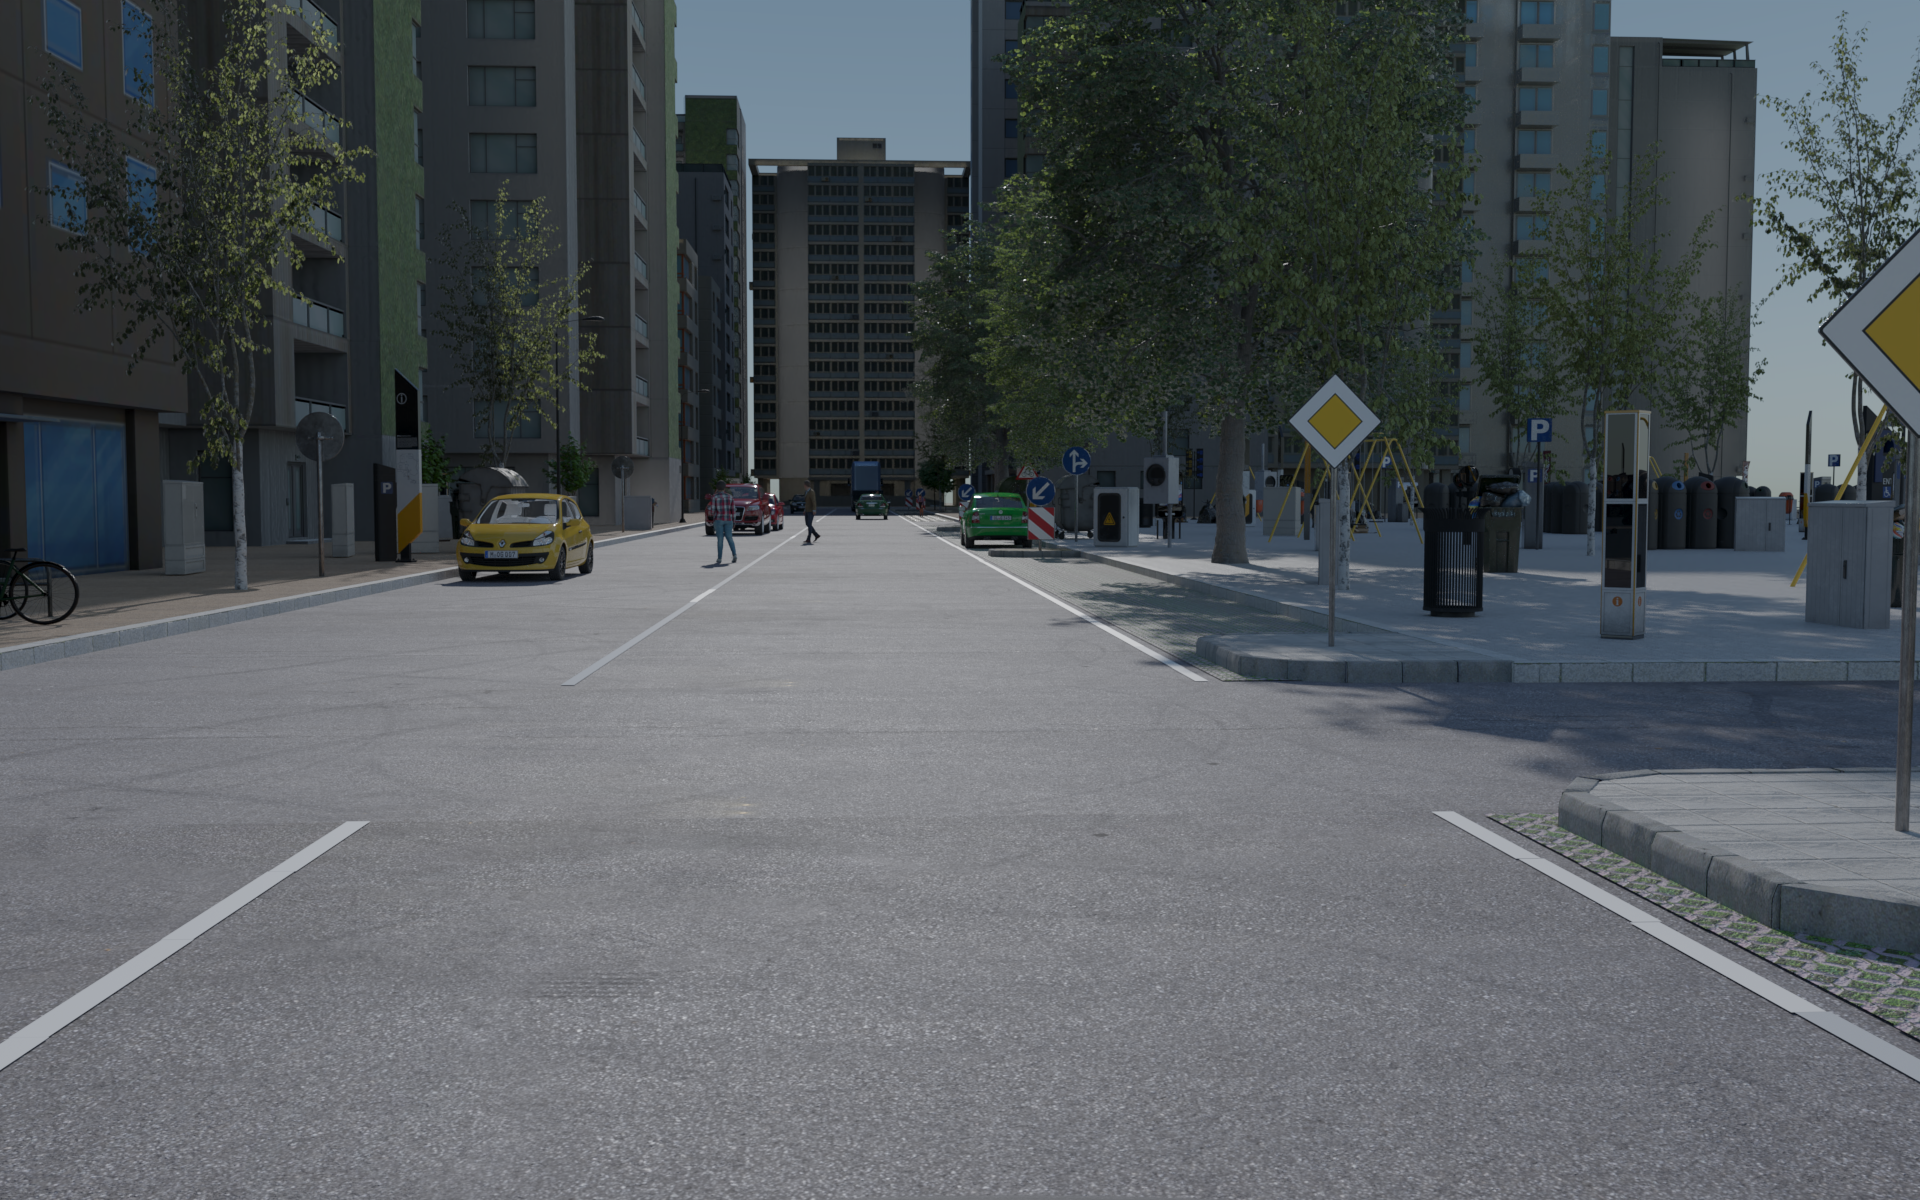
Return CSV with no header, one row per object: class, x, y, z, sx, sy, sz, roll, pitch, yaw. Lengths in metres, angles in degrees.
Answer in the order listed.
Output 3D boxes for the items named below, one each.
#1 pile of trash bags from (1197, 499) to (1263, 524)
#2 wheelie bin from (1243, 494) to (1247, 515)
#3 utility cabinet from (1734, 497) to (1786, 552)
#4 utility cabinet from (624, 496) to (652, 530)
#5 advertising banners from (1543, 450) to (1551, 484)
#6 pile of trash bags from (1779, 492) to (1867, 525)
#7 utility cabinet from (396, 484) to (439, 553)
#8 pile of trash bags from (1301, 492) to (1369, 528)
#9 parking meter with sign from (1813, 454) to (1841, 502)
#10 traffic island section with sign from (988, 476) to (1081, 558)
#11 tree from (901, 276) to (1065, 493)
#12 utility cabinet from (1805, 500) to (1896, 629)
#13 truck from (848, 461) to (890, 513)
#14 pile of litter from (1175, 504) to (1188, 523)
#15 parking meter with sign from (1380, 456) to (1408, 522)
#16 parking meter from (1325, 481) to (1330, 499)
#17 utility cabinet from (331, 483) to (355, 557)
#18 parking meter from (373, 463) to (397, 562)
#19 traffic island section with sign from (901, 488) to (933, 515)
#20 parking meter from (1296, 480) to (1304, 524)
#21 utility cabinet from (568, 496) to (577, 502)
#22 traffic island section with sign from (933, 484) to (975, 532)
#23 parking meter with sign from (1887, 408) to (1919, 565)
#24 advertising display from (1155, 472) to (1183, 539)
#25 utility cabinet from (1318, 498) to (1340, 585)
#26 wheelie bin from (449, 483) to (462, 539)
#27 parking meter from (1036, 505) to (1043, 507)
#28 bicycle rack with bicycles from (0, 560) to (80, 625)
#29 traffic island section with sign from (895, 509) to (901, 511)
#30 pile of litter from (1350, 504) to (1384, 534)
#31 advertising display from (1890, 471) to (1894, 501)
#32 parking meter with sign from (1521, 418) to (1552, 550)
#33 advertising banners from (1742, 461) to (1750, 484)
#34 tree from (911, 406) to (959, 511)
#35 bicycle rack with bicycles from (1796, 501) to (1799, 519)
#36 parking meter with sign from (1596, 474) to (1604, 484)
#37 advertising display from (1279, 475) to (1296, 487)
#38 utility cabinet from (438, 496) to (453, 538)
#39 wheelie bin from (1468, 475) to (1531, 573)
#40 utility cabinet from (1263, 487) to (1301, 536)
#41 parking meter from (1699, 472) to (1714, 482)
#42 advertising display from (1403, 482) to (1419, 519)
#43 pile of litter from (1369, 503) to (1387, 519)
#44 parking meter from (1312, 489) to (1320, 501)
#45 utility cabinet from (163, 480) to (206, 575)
pile of trash bags,12.084,-4.045,75.881,3.447,1.369,1.912,-3,5,-40
wheelie bin,8.756,-2.883,55.038,0.693,1.594,0.980,1,4,11
utility cabinet,17.946,-1.694,38.860,1.020,1.237,0.306,1,4,20
utility cabinet,-11.609,-3.126,62.274,1.020,1.237,0.306,0,4,-2
advertising banners,23.811,-4.447,68.904,0.090,3.025,2.074,-1,4,-18
pile of trash bags,36.017,-3.861,72.887,3.447,1.369,1.912,-1,4,-11
utility cabinet,-11.842,-1.747,37.237,1.173,1.500,0.318,-2,4,-29
pile of trash bags,14.011,-3.463,66.364,1.912,1.369,3.447,-3,4,-38
parking meter with sign,37.433,-4.833,75.274,1.738,3.016,0.543,-2,4,-28
traffic island section with sign,1.668,-1.904,39.765,1.989,1.847,2.006,0,4,-3
tree,2.015,-11.036,90.815,12.009,13.543,11.850,0,3,0
utility cabinet,8.669,-0.352,16.918,0.306,1.237,1.020,0,4,-3
truck,-7.212,-9.004,136.967,2.967,4.110,18.799,0,4,-5
pile of litter,9.763,-3.926,78.161,1.176,0.858,1.719,1,4,19
parking meter with sign,19.858,-5.061,79.000,0.543,3.016,1.738,-1,4,-19
parking meter,16.869,-4.484,79.025,0.399,1.863,0.255,-2,4,-33
utility cabinet,-12.577,-1.627,35.278,0.318,1.500,1.173,-1,4,-13
parking meter,-10.927,-1.667,32.966,0.399,1.863,0.255,-3,4,-36
traffic island section with sign,-2.777,-6.578,116.171,1.989,1.847,2.006,0,4,-3
parking meter,14.478,-4.148,73.524,0.399,1.863,0.255,-1,4,-14
utility cabinet,-10.915,-2.266,48.219,0.306,1.237,1.020,-1,4,-23
traffic island section with sign,0.106,-3.550,66.675,1.989,1.847,2.006,0,4,-3
parking meter with sign,17.176,-2.139,31.241,0.543,3.016,1.738,3,5,40
advertising display,5.965,-2.704,49.432,0.974,1.923,0.123,-2,4,-35
utility cabinet,5.311,-0.837,24.847,0.306,1.237,1.020,1,4,13
wheelie bin,-14.046,-2.520,49.116,0.980,1.594,0.693,2,4,34
parking meter,3.396,-4.046,74.570,0.372,1.533,0.369,0,3,0
bicycle rack with bicycles,-10.130,-0.221,16.993,2.925,0.926,2.852,0,4,-4
traffic island section with sign,-4.361,-8.233,143.236,1.989,1.847,2.006,0,4,-3
pile of litter,12.850,-2.611,56.659,1.719,0.858,1.176,0,4,2
advertising display,26.534,-2.639,48.369,0.974,1.923,0.123,1,4,18
parking meter with sign,13.467,-2.713,40.625,0.543,3.016,1.738,1,4,12
advertising banners,40.776,-5.810,91.189,2.074,3.025,0.090,-1,4,-20
tree,-1.539,-11.047,130.984,4.737,8.622,4.395,0,3,0
bicycle rack with bicycles,43.889,-4.594,88.488,2.925,0.926,2.852,-1,4,-16
parking meter with sign,24.251,-4.206,65.031,0.543,3.016,1.738,-2,4,-35
advertising display,10.946,-3.221,57.870,0.123,1.923,0.974,-1,4,-17
utility cabinet,-15.069,-2.415,50.649,1.020,1.237,0.306,-1,4,-23
wheelie bin,8.851,-1.251,28.356,0.980,1.594,0.693,0,4,4
utility cabinet,9.881,-2.719,53.140,1.173,1.500,0.318,3,5,45
parking meter,19.688,-2.445,45.694,0.399,1.863,0.255,2,4,29
advertising display,23.255,-5.164,89.651,0.974,1.923,0.123,0,4,-7
pile of litter,21.023,-4.588,88.979,1.719,0.858,1.176,2,4,23
parking meter,17.881,-4.811,87.065,0.372,1.533,0.369,0,3,0
utility cabinet,-12.382,-1.162,27.681,0.318,1.500,1.173,-1,4,-9
